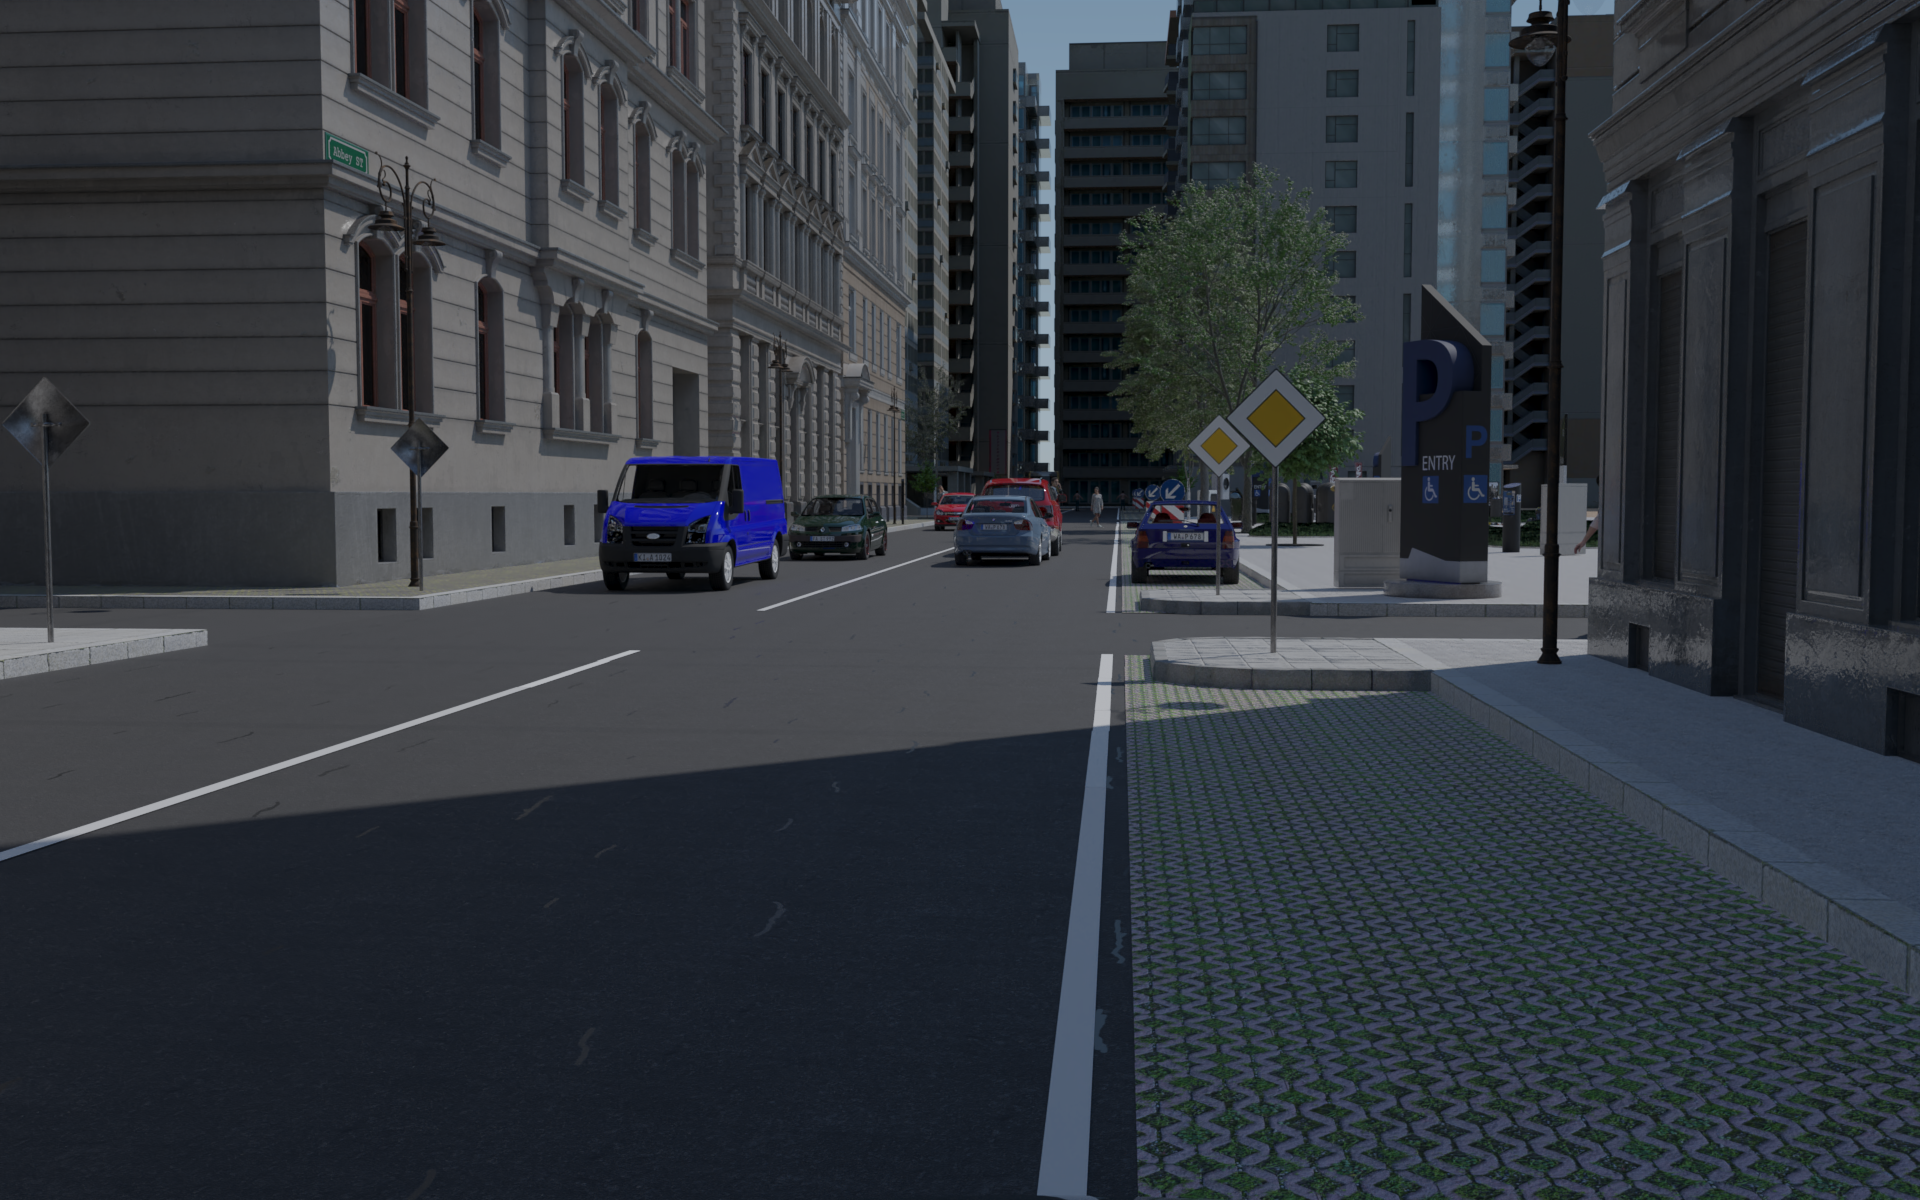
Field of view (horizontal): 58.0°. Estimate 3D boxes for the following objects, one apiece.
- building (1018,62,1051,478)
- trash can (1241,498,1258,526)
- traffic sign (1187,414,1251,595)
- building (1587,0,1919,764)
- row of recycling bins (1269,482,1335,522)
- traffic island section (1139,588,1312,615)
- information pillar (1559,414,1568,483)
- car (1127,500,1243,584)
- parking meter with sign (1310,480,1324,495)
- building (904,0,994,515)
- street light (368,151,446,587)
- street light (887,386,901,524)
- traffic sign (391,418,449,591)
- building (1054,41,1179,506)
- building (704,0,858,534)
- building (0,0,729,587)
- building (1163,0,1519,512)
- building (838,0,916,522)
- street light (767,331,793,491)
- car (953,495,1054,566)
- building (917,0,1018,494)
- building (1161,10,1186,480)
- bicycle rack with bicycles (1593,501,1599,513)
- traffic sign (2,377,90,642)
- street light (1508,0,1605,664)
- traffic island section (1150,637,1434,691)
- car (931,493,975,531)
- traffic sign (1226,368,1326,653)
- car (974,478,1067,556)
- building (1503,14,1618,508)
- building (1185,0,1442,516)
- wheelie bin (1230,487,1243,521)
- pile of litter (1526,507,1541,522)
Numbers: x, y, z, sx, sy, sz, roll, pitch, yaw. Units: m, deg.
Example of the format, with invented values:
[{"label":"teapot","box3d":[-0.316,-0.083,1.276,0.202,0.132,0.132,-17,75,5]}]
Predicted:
[{"label":"building","box3d":[-5.117,-35.085,193.246,30.456,49.044,23.786,0,4,5]},{"label":"trash can","box3d":[11.606,-3.542,69.566,0.748,1.137,0.748,0,3,0]},{"label":"traffic sign","box3d":[3.267,-1.117,21.901,0.795,2.450,0.064,0,4,5]},{"label":"building","box3d":[8.872,-9.468,3.946,9.793,20.994,18.267,0,4,5]},{"label":"row of recycling bins","box3d":[13.273,-3.518,64.629,3.534,1.692,1.069,2,4,24]},{"label":"traffic island section","box3d":[3.291,0.019,21.976,2.009,0.180,2.903,0,4,5]},{"label":"information pillar","box3d":[17.636,-3.626,50.636,0.183,3.616,0.504,0,4,6]},{"label":"car","box3d":[3.743,-0.995,28.851,1.945,1.354,3.894,0,4,7]},{"label":"parking meter with sign","box3d":[19.694,-6.078,95.632,1.738,3.016,0.543,2,4,28]},{"label":"building","box3d":[-13.727,-27.205,136.676,32.217,40.220,23.993,0,4,5]},{"label":"street light","box3d":[-7.561,-3.123,23.847,0.468,5.910,1.993,0,4,5]},{"label":"street light","box3d":[-2.808,-6.199,74.146,0.468,5.910,1.993,0,4,5]},{"label":"traffic sign","box3d":[-7.131,-1.177,22.879,0.795,2.450,0.064,0,4,5]},{"label":"building","box3d":[21.297,-34.618,189.701,21.600,48.544,21.300,0,4,5]},{"label":"building","box3d":[-10.101,-13.929,56.613,11.050,23.489,19.941,0,4,5]},{"label":"building","box3d":[-13.736,-15.118,34.562,14.401,28.519,23.554,0,4,5]},{"label":"building","box3d":[27.164,-31.017,126.741,23.786,49.044,30.456,0,4,5]},{"label":"building","box3d":[-9.729,-17.773,76.495,13.634,28.700,20.117,0,4,5]},{"label":"street light","box3d":[-5.104,-4.682,49.336,0.468,5.910,1.993,0,4,5]},{"label":"car","box3d":[0.918,-1.474,36.105,2.014,1.417,4.499,0,4,7]},{"label":"building","box3d":[-5.652,-32.976,162.864,21.600,48.544,21.300,0,4,5]},{"label":"building","box3d":[29.503,-30.689,156.388,22.147,44.769,28.867,0,4,5]},{"label":"bicycle rack with bicycles","box3d":[30.533,-4.358,84.636,2.852,0.926,2.925,1,4,15]},{"label":"traffic sign","box3d":[-7.866,-0.690,14.928,0.795,2.450,0.064,0,4,5]},{"label":"street light","box3d":[4.466,-2.456,12.944,0.468,5.910,1.993,0,4,5]},{"label":"traffic island section","box3d":[2.556,0.505,14.025,2.009,0.180,2.903,0,4,5]},{"label":"car","box3d":[-0.034,-3.654,68.789,2.155,1.783,4.494,0,4,3]},{"label":"traffic sign","box3d":[2.532,-0.630,13.950,0.795,2.450,0.064,0,4,5]},{"label":"car","box3d":[1.419,-2.022,41.740,2.281,1.827,5.304,0,4,4]},{"label":"building","box3d":[55.888,-31.225,160.647,14.200,45.320,14.600,0,4,5]},{"label":"building","box3d":[20.734,-20.381,104.939,14.160,30.474,14.107,0,4,5]},{"label":"wheelie bin","box3d":[13.255,-4.589,82.934,0.693,1.594,0.980,0,4,2]},{"label":"pile of litter","box3d":[20.968,-2.936,61.963,1.719,0.858,1.176,0,4,3]}]
